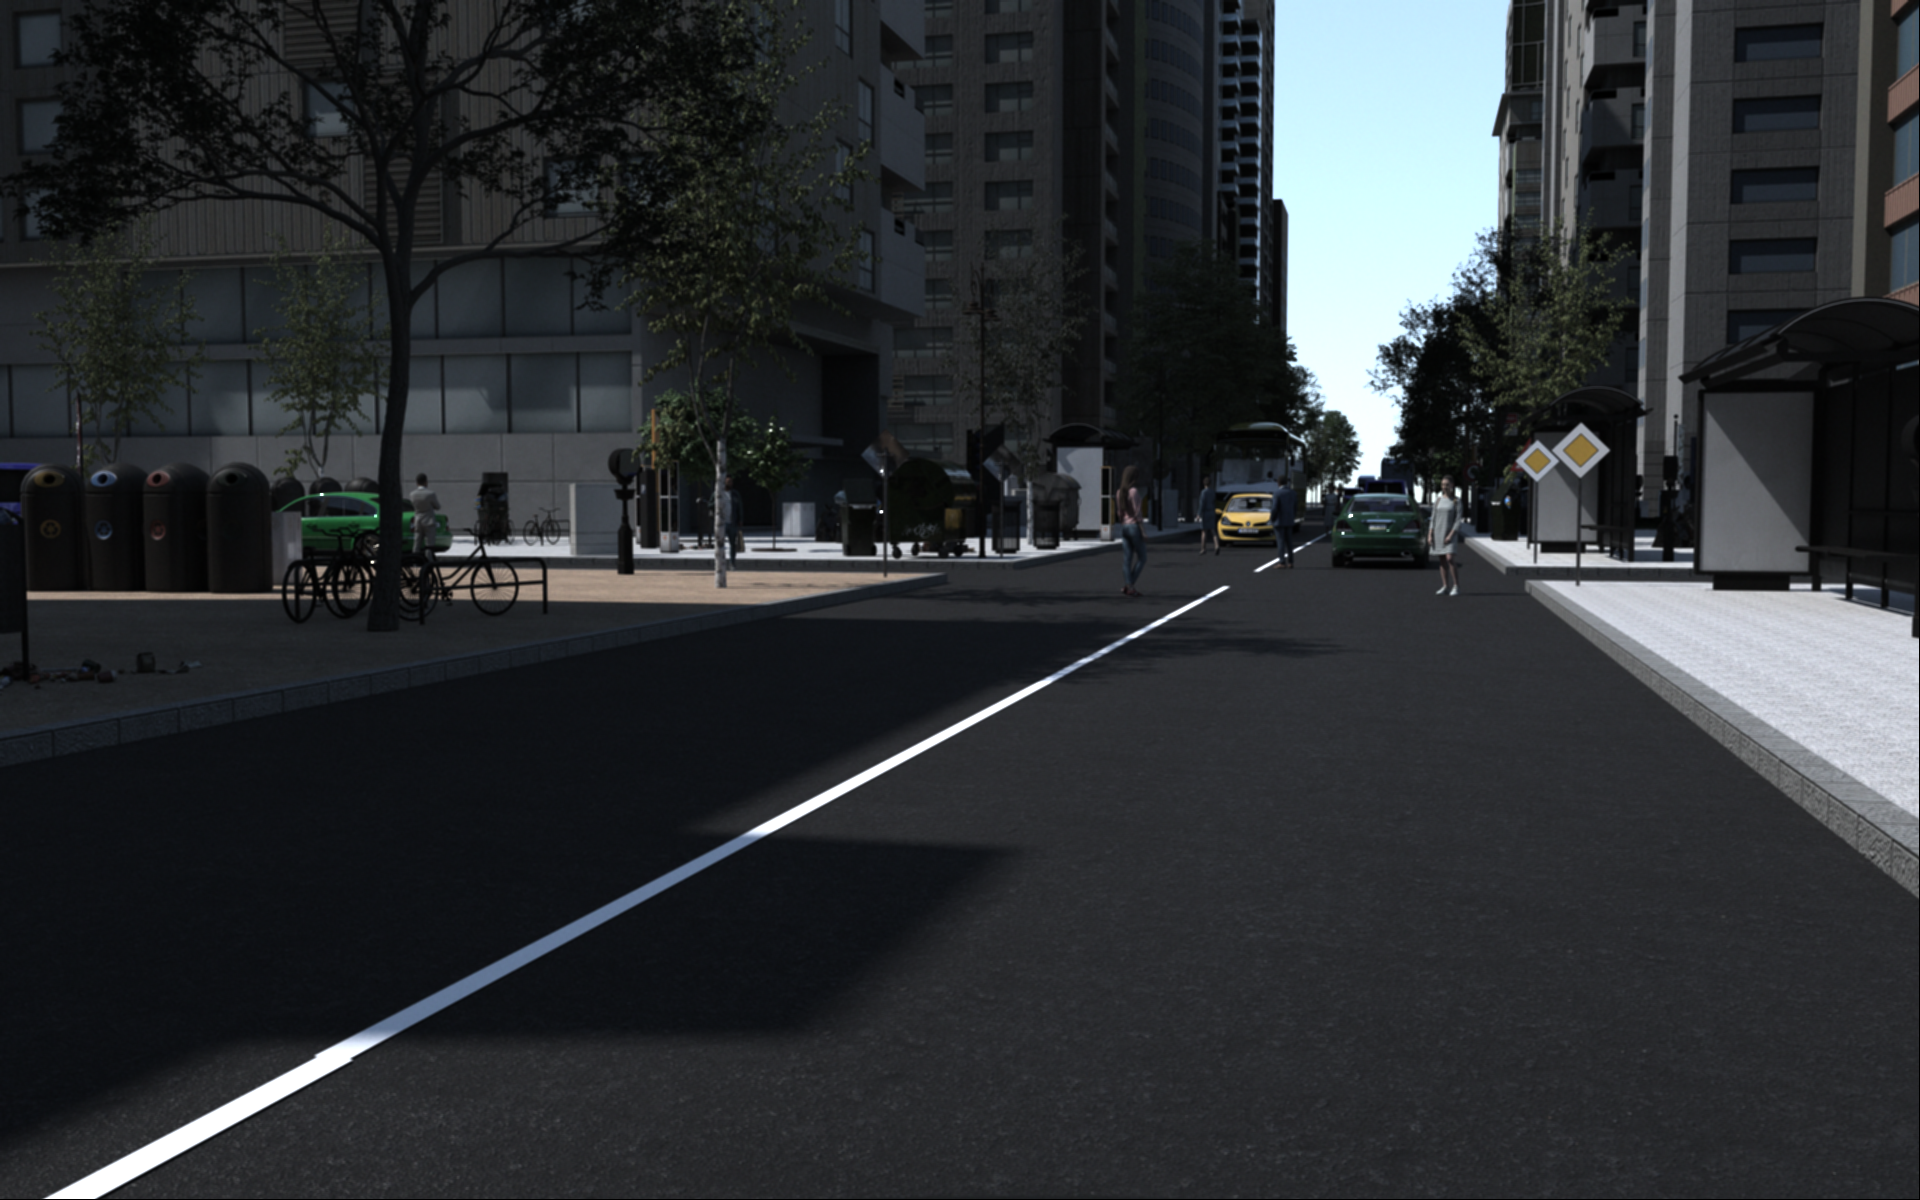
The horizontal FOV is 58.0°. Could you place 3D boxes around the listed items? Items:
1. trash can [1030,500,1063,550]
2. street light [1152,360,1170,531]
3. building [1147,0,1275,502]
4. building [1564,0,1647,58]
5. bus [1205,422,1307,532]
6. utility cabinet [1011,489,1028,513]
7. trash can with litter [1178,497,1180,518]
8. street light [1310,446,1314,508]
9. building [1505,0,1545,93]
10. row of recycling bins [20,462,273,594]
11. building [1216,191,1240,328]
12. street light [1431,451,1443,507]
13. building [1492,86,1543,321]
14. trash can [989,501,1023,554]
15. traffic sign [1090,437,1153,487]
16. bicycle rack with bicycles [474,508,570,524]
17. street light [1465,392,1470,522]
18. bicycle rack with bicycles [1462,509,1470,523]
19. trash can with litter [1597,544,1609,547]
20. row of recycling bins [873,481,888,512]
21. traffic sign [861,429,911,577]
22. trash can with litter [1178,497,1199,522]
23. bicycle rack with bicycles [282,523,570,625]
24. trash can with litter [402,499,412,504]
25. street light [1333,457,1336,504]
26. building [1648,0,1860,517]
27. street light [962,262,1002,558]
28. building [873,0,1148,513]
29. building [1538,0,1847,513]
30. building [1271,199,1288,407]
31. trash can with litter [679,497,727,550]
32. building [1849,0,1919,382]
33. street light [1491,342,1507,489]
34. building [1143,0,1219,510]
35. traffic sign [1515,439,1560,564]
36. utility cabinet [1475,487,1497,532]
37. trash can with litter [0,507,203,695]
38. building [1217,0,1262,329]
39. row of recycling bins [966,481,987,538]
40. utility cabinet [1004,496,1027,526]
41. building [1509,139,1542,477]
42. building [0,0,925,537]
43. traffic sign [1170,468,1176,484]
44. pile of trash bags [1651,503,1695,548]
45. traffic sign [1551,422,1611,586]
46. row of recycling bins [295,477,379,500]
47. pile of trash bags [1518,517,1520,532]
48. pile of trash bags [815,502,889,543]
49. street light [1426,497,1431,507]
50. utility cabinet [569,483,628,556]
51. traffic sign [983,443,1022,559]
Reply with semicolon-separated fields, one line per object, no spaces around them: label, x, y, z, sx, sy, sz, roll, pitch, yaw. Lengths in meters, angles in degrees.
trash can;2.005;-1.743;40.144;0.748;1.137;0.748;0;3;0
street light;6.969;-5.341;60.111;0.468;5.910;1.993;1;4;14
building;34.793;-49.018;239.689;20.563;71.187;20.611;1;4;14
building;58.184;-32.685;123.644;28.713;52.752;27.495;1;4;14
bus;10.985;-4.356;62.773;2.896;3.916;12.252;1;4;14
utility cabinet;2.990;-4.467;81.722;1.173;1.500;0.318;-2;4;-35
trash can with litter;11.246;-4.913;91.718;0.624;1.170;1.055;-1;4;-12
street light;32.750;-11.513;161.020;0.468;5.910;1.993;1;4;14
building;85.024;-49.239;243.308;20.563;71.187;20.611;1;4;14
row of recycling bins;-10.755;-0.967;22.923;3.534;1.692;1.069;1;4;10
building;18.958;-24.082;165.449;14.160;30.474;14.107;1;4;14
street light;41.820;-10.959;151.968;0.468;5.910;1.993;1;4;14
building;82.585;-38.541;219.390;28.713;52.752;27.495;1;4;14
trash can;0.992;-1.577;37.435;0.748;1.137;0.748;0;3;0
traffic sign;5.753;-4.161;61.911;2.265;3.308;0.079;1;4;16
bicycle rack with bicycles;-11.236;-1.862;43.822;2.852;0.926;2.925;1;4;11
street light;22.880;-6.445;78.158;0.468;5.910;1.993;1;4;14
bicycle rack with bicycles;23.433;-3.807;75.630;2.925;0.926;2.852;1;4;11
trash can with litter;15.793;-1.888;42.250;0.624;1.170;1.055;2;4;35
row of recycling bins;-2.322;-2.840;53.551;1.069;1.692;3.534;-3;5;-40
traffic sign;-1.148;-1.407;26.640;0.795;2.450;0.064;1;4;14
trash can with litter;10.517;-4.194;79.626;1.678;1.210;2.233;0;4;6
bicycle rack with bicycles;-5.828;-0.289;18.101;2.852;0.926;2.925;2;4;30
trash can with litter;-12.842;-1.735;39.749;0.624;1.170;1.055;0;4;-3
street light;46.639;-14.832;215.292;0.468;5.910;1.993;1;4;14
building;45.157;-33.218;85.120;21.231;58.520;28.212;1;4;14
street light;0.447;-3.784;34.655;0.468;5.910;1.993;1;4;14
building;2.503;-25.280;96.916;14.154;41.232;14.086;1;4;14
building;61.842;-37.262;151.228;21.231;58.520;28.212;1;4;14
building;40.992;-37.108;256.830;14.600;45.320;14.200;1;4;14
trash can with litter;-6.243;-1.793;40.368;1.678;1.210;2.233;1;4;21
building;37.655;-23.778;43.396;28.867;44.769;22.147;1;4;14
street light;16.382;-4.884;52.649;0.468;5.910;1.993;1;4;14
building;9.498;-36.857;144.615;21.231;58.520;28.212;1;4;14
traffic sign;10.604;-1.726;31.869;0.795;2.450;0.064;1;4;14
utility cabinet;17.665;-3.014;57.956;0.318;1.500;1.173;-1;4;-12
trash can with litter;-6.227;-0.050;11.870;1.678;1.210;2.233;3;5;41
building;26.905;-55.119;213.864;22.319;86.520;31.000;1;4;14
row of recycling bins;0.152;-2.749;52.063;1.069;1.692;3.534;1;4;9
utility cabinet;2.170;-3.553;69.256;1.020;1.237;0.306;-1;4;-13
building;71.093;-31.652;201.111;14.154;41.232;14.086;1;4;14
building;-17.085;-29.057;64.314;28.713;52.752;27.495;1;4;14
traffic sign;8.243;-4.055;68.426;0.606;2.300;0.079;1;4;19
pile of trash bags;18.409;-1.958;41.762;3.447;1.369;1.912;-2;4;-34
traffic sign;8.628;-1.253;24.131;0.795;2.450;0.064;1;4;14
row of recycling bins;-15.888;-2.147;42.214;3.534;1.692;1.069;-3;4;-36
pile of trash bags;19.429;-3.118;60.730;1.912;1.369;3.447;0;4;-2
pile of trash bags;-2.075;-2.241;46.390;3.447;1.369;1.912;-2;4;-24
street light;48.403;-12.539;177.795;0.468;5.910;1.993;1;4;14
utility cabinet;-7.503;-1.670;35.988;1.173;1.500;0.318;-3;4;-37
traffic sign;0.828;-1.880;34.378;0.795;2.450;0.064;1;4;14
